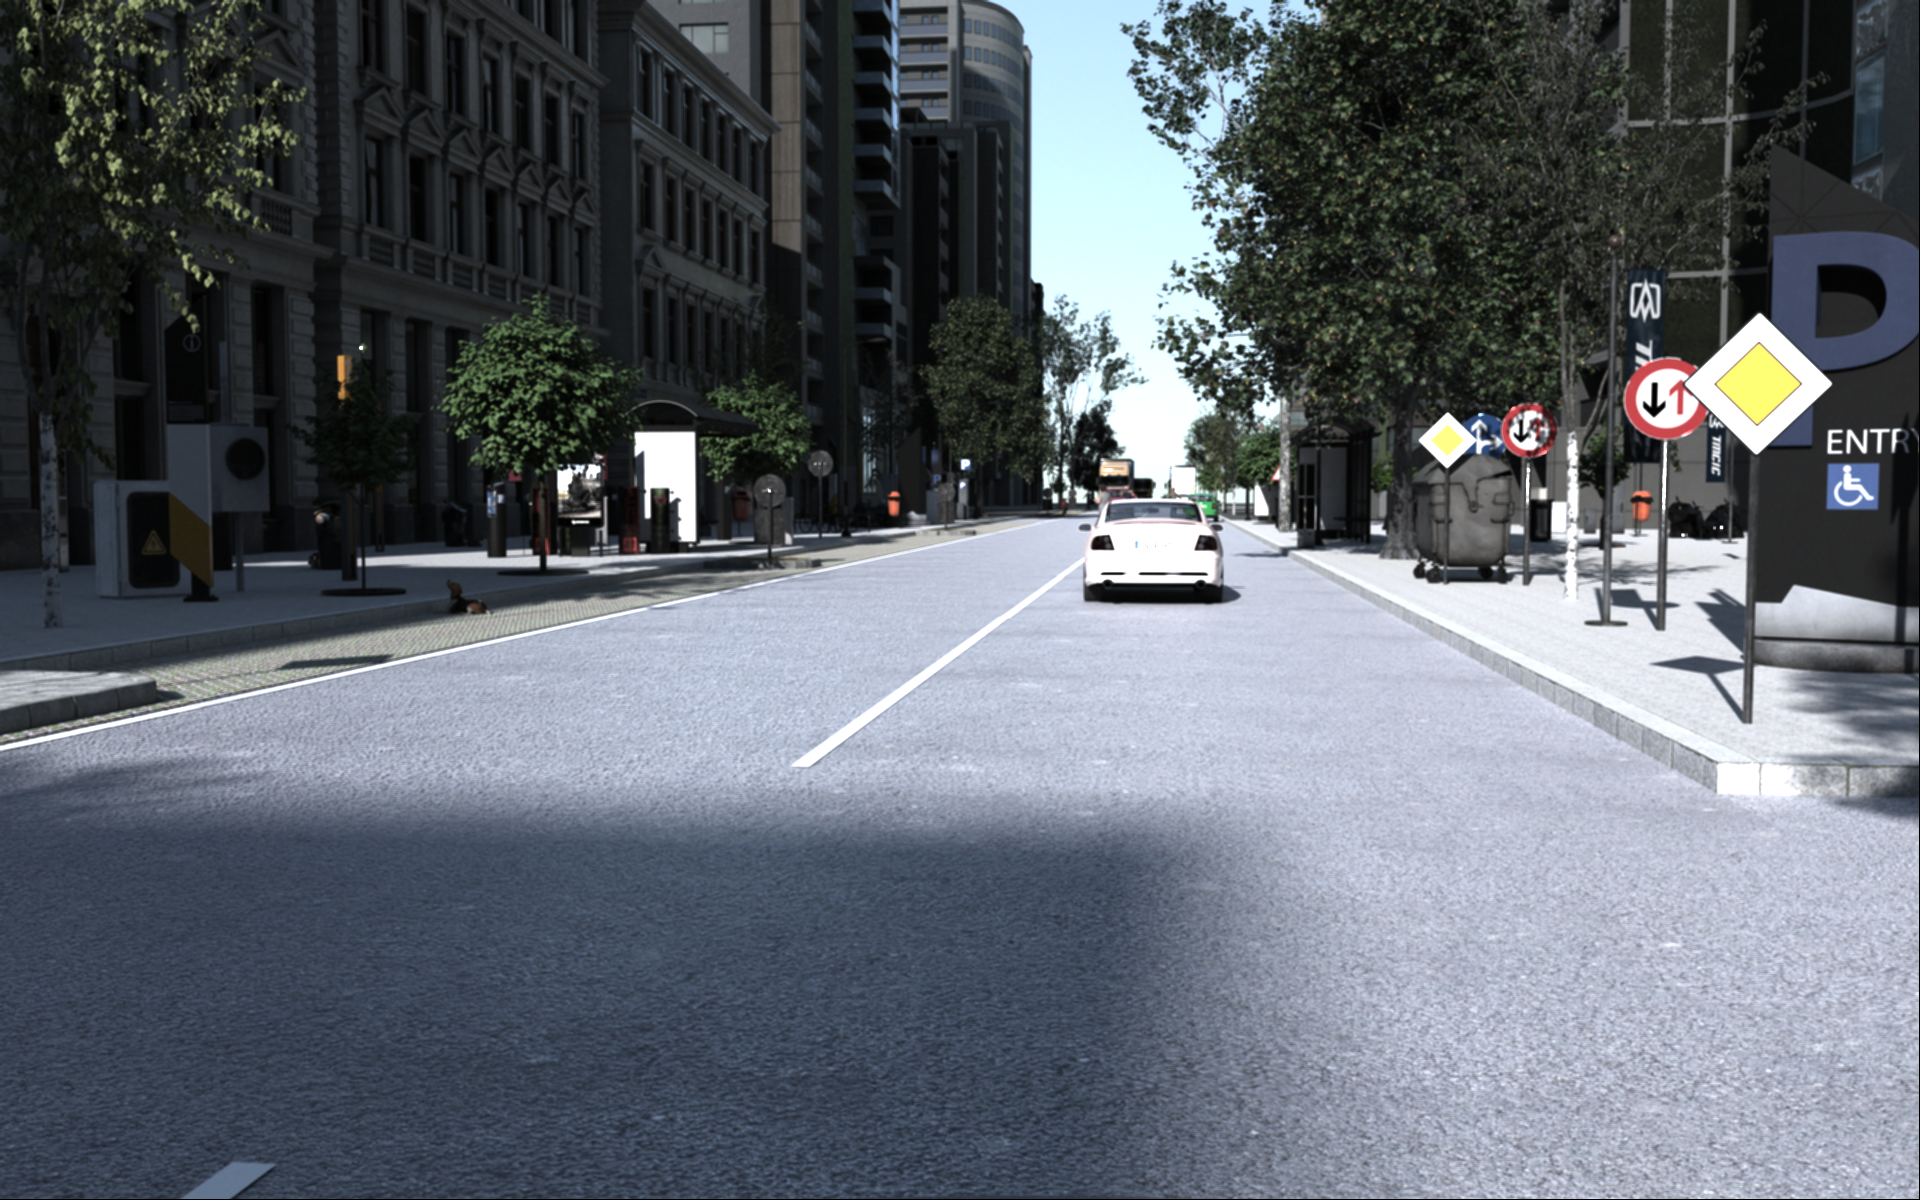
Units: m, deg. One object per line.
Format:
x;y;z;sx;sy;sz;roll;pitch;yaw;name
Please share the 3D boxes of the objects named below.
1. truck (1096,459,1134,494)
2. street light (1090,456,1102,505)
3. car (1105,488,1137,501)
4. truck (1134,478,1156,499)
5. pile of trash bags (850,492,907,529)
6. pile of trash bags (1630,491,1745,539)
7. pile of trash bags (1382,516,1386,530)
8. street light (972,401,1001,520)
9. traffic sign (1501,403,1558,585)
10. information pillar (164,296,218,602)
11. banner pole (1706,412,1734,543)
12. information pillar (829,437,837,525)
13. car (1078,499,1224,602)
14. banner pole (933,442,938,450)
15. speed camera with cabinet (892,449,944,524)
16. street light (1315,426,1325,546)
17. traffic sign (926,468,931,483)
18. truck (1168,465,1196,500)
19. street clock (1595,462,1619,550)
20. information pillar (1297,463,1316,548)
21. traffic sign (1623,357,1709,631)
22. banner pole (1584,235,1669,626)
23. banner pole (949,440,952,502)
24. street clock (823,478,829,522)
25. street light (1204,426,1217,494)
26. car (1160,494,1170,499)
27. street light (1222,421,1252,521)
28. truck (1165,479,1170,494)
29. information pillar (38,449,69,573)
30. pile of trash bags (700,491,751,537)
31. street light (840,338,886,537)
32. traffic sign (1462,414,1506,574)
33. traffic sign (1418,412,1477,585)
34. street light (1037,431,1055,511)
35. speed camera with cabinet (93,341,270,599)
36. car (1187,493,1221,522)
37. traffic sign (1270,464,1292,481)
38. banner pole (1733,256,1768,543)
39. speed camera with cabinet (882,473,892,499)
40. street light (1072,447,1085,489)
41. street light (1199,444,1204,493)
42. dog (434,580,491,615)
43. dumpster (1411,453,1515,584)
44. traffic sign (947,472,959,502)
12.611;-9.205;139.407;2.839;4.237;11.283;0;4;8;truck
16.560;-14.564;210.656;1.470;5.913;1.316;0;4;7;street light
9.590;-5.903;105.186;2.281;1.827;5.304;0;4;6;car
22.422;-13.308;213.501;3.469;3.379;9.791;0;4;7;truck
-2.920;-3.423;65.726;1.912;1.369;3.447;-1;4;-20;pile of trash bags
21.412;-2.535;51.206;1.912;1.369;3.447;-3;4;-36;pile of trash bags
16.895;-3.203;62.116;3.447;1.369;1.912;-2;4;-34;pile of trash bags
1.335;-6.999;86.972;1.470;5.913;1.316;0;4;7;street light
7.952;-1.477;24.261;0.768;2.556;0.104;1;4;9;traffic sign
-9.150;-1.788;20.582;0.504;3.616;0.183;0;4;-1;information pillar
19.872;-3.372;45.146;0.863;3.779;0.401;1;4;11;banner pole
-5.200;-4.856;70.756;0.183;3.616;0.504;-3;4;-39;information pillar
2.692;-0.735;24.384;2.083;1.381;4.827;0;4;5;car
-1.141;-5.710;83.382;0.401;3.779;0.863;-2;4;-26;banner pole
-1.734;-4.835;73.380;2.038;3.252;0.660;-1;4;-9;speed camera with cabinet
8.342;-4.300;42.849;1.470;5.913;1.316;0;4;7;street light
-1.747;-5.018;82.150;0.768;2.556;0.104;1;4;9;traffic sign
22.348;-11.326;174.097;2.839;4.237;11.283;0;4;7;truck
14.775;-2.144;39.625;0.471;2.002;0.358;0;4;-6;street clock
8.207;-2.234;41.010;0.304;2.012;0.304;-2;4;-23;information pillar
6.593;-0.985;16.217;0.768;2.556;0.104;1;4;13;traffic sign
6.555;-1.648;16.956;0.863;3.779;0.401;-1;4;-20;banner pole
-0.452;-5.488;79.738;0.401;3.779;0.863;0;4;3;banner pole
-5.988;-4.472;77.689;0.358;2.002;0.471;-1;4;-19;street clock
17.689;-8.955;118.953;1.470;5.913;1.316;0;4;7;street light
25.669;-12.307;213.021;2.131;1.459;4.920;1;4;8;car
13.389;-6.795;83.646;1.470;5.913;1.316;0;4;7;street light
28.698;-14.165;227.521;3.469;3.379;9.791;0;4;6;truck
-14.754;-1.450;28.199;0.304;2.012;0.304;0;4;-1;information pillar
-8.079;-2.632;52.785;3.447;1.369;1.912;-1;4;-19;pile of trash bags
-2.884;-4.849;51.827;1.470;5.913;1.316;0;4;7;street light
8.355;-1.688;27.709;0.768;2.556;0.104;1;4;17;traffic sign
6.871;-1.424;24.466;0.795;2.450;0.064;1;4;14;traffic sign
6.348;-9.515;128.112;1.470;5.913;1.316;0;4;7;street light
-9.815;-1.685;21.892;0.660;3.252;2.038;3;4;37;speed camera with cabinet
12.450;-4.925;89.313;1.959;1.807;4.718;1;4;9;car
12.840;-4.236;69.264;0.884;2.594;0.081;1;4;12;traffic sign
7.697;-1.614;16.398;0.401;3.779;0.863;3;4;37;banner pole
-2.670;-5.021;76.421;0.660;3.252;2.038;2;4;29;speed camera with cabinet
11.581;-12.068;169.849;1.470;5.913;1.316;0;4;7;street light
22.864;-11.468;160.043;1.470;5.913;1.316;0;4;7;street light
-5.899;-0.022;20.561;0.550;0.427;0.748;-2;4;-33;dog
7.392;-1.206;25.482;1.264;1.857;1.865;0;4;7;dumpster
-0.325;-4.795;80.532;0.606;2.300;0.079;1;4;12;traffic sign
